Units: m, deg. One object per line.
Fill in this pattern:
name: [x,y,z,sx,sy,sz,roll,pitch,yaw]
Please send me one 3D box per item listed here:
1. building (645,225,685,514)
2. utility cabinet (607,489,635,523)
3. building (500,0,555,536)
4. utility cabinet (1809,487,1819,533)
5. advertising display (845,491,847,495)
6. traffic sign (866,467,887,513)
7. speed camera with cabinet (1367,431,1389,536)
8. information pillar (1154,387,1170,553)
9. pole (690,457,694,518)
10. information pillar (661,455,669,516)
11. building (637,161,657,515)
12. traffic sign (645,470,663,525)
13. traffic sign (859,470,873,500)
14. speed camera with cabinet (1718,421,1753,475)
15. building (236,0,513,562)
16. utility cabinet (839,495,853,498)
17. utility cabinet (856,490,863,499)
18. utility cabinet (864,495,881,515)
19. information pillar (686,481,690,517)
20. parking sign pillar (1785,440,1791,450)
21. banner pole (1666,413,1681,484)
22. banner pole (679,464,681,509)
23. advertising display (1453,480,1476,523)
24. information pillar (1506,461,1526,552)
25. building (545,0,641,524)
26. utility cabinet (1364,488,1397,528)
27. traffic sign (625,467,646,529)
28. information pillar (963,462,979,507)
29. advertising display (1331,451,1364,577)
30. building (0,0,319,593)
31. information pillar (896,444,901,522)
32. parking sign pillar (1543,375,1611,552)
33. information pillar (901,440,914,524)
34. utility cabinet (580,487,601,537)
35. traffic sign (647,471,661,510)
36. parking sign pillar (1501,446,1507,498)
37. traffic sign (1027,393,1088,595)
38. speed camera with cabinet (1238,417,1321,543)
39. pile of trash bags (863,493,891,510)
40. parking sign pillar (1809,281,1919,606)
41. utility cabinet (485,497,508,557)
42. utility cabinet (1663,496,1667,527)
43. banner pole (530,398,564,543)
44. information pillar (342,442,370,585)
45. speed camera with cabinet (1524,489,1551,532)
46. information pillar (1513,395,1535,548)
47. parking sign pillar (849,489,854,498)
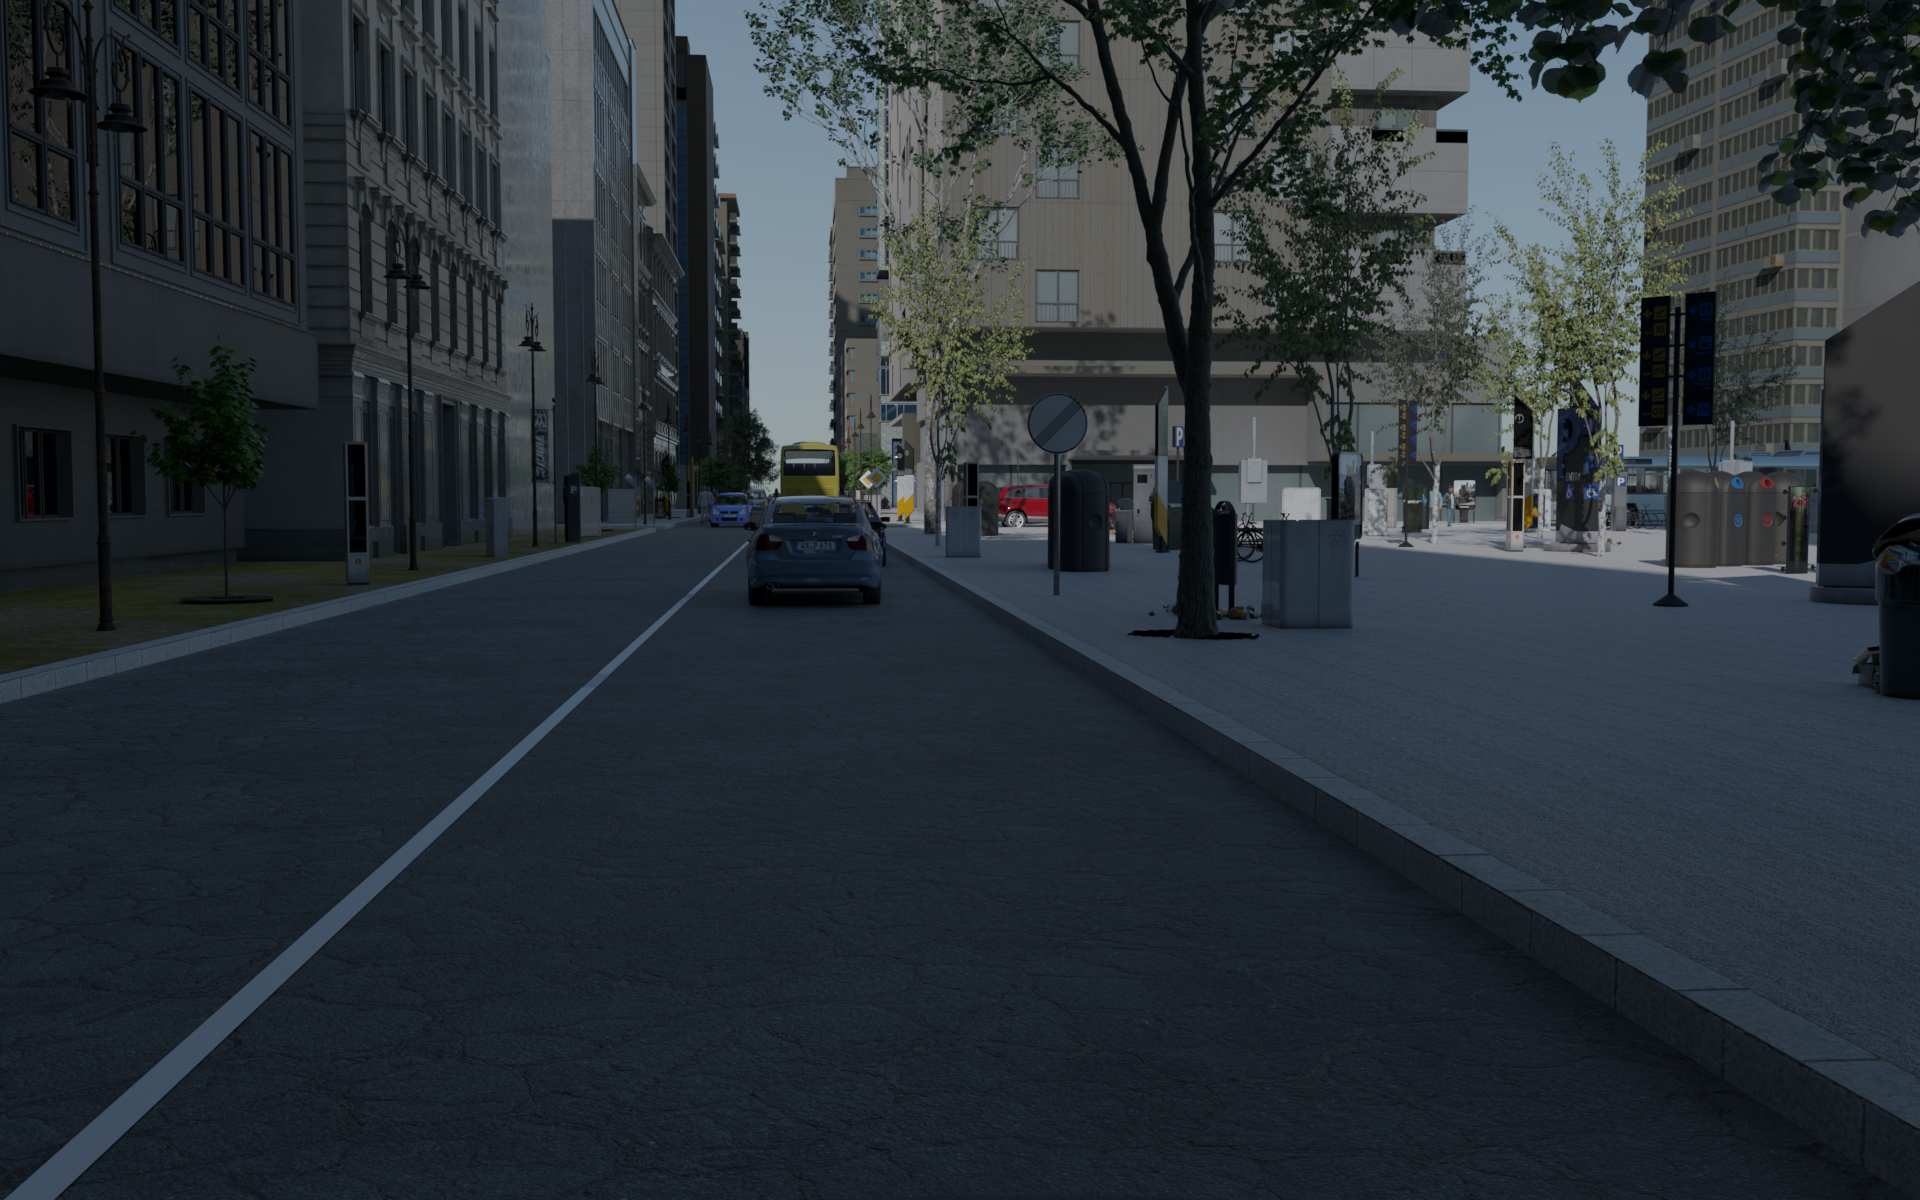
building: [-25.926,-17.497,122.240,11.583,22.565,21.152,0,4,-5]
utility cabinet: [-15.014,-4.163,76.743,1.173,1.500,0.318,-1,4,-18]
building: [-22.301,-12.264,55.268,16.860,20.320,10.420,0,4,-5]
utility cabinet: [27.899,-2.944,56.812,1.173,1.500,0.318,2,4,29]
advertising display: [-9.461,-8.089,137.467,0.974,1.923,0.123,-2,4,-27]
traffic sign: [-3.104,-3.732,64.658,0.795,2.450,0.064,0,4,-5]
speed camera with cabinet: [12.960,-3.631,53.696,0.660,3.252,2.038,1,4,13]
information pillar: [4.388,-2.835,37.713,0.183,3.616,0.504,2,4,32]
pole: [-14.617,-6.149,94.379,0.158,3.312,0.155,0,3,0]
information pillar: [-17.060,-6.671,100.428,0.504,3.616,0.183,1,4,20]
building: [-24.099,-16.692,101.786,11.050,23.489,19.941,0,4,-5]
traffic sign: [-12.695,-4.170,71.817,0.795,2.450,0.064,0,4,-5]
traffic sign: [-3.836,-4.218,72.610,0.795,2.450,0.064,0,4,-5]
speed camera with cabinet: [21.376,-3.182,46.365,0.660,3.252,2.038,-2,4,-32]
building: [-16.961,-11.724,40.842,9.793,20.994,18.267,0,4,-5]
utility cabinet: [-8.096,-6.823,122.720,1.020,1.237,0.306,1,4,14]
utility cabinet: [-6.019,-5.840,104.162,0.318,1.500,1.173,0,4,3]
utility cabinet: [-5.380,-5.816,106.256,1.020,1.237,0.306,-2,4,-26]
information pillar: [-14.971,-5.591,95.910,0.304,2.012,0.304,1,4,10]
parking sign pillar: [41.718,-6.022,86.934,1.447,3.967,1.447,3,4,38]
banner pole: [21.847,-3.855,53.051,0.863,3.779,0.401,-3,5,-40]
banner pole: [-23.602,-9.538,145.957,0.401,3.779,0.863,-1,4,-19]
advertising display: [22.301,-4.367,76.615,0.974,1.923,0.123,1,4,12]
information pillar: [12.333,-2.078,38.461,0.304,2.012,0.304,0,4,-4]
building: [-22.235,-16.141,81.933,12.078,24.808,19.932,0,4,-5]
utility cabinet: [15.967,-3.491,65.749,1.173,1.500,0.318,2,4,35]
traffic sign: [-11.962,-3.683,63.866,0.795,2.450,0.064,0,4,-5]
information pillar: [0.254,-2.166,39.902,0.304,2.012,0.304,-1,4,-14]
advertising display: [5.924,-1.303,26.511,0.123,1.923,0.974,2,4,35]
building: [-17.552,-13.779,18.792,14.314,27.812,24.014,0,4,-5]
information pillar: [-2.710,-5.469,80.775,0.504,3.616,0.183,1,4,20]
parking sign pillar: [13.848,-3.076,38.765,1.447,3.967,1.447,0,4,-6]
information pillar: [-2.201,-5.106,74.832,0.504,3.616,0.183,3,4,36]
utility cabinet: [-11.216,-2.653,52.058,0.318,1.500,1.173,1,4,18]
traffic sign: [-13.494,-4.546,76.464,0.606,2.300,0.079,0,4,-3]
parking sign pillar: [31.436,-6.898,101.261,1.447,3.967,1.447,2,4,26]
traffic sign: [1.227,-1.334,21.912,0.768,2.556,0.104,0,4,-2]
speed camera with cabinet: [8.261,-3.086,44.786,2.038,3.252,0.660,0,4,2]
pile of trash bags: [-7.305,-8.249,144.622,1.912,1.369,3.447,-3,4,-38]
parking sign pillar: [10.874,-1.954,20.419,1.447,3.967,1.447,1,4,22]
utility cabinet: [-9.555,-1.498,35.661,0.306,1.237,1.020,-2,4,-24]
utility cabinet: [28.100,-3.464,67.795,1.020,1.237,0.306,1,4,18]
banner pole: [-10.722,-3.357,44.898,0.863,3.779,0.401,-2,4,-31]
information pillar: [-8.519,-1.220,24.440,0.304,2.012,0.304,-2,4,-25]
speed camera with cabinet: [19.940,-3.922,58.454,2.038,3.252,0.660,0,4,5]
information pillar: [13.271,-3.028,40.855,0.504,3.616,0.183,3,5,40]
parking sign pillar: [-8.817,-9.358,141.469,1.447,3.967,1.447,0,4,-5]
